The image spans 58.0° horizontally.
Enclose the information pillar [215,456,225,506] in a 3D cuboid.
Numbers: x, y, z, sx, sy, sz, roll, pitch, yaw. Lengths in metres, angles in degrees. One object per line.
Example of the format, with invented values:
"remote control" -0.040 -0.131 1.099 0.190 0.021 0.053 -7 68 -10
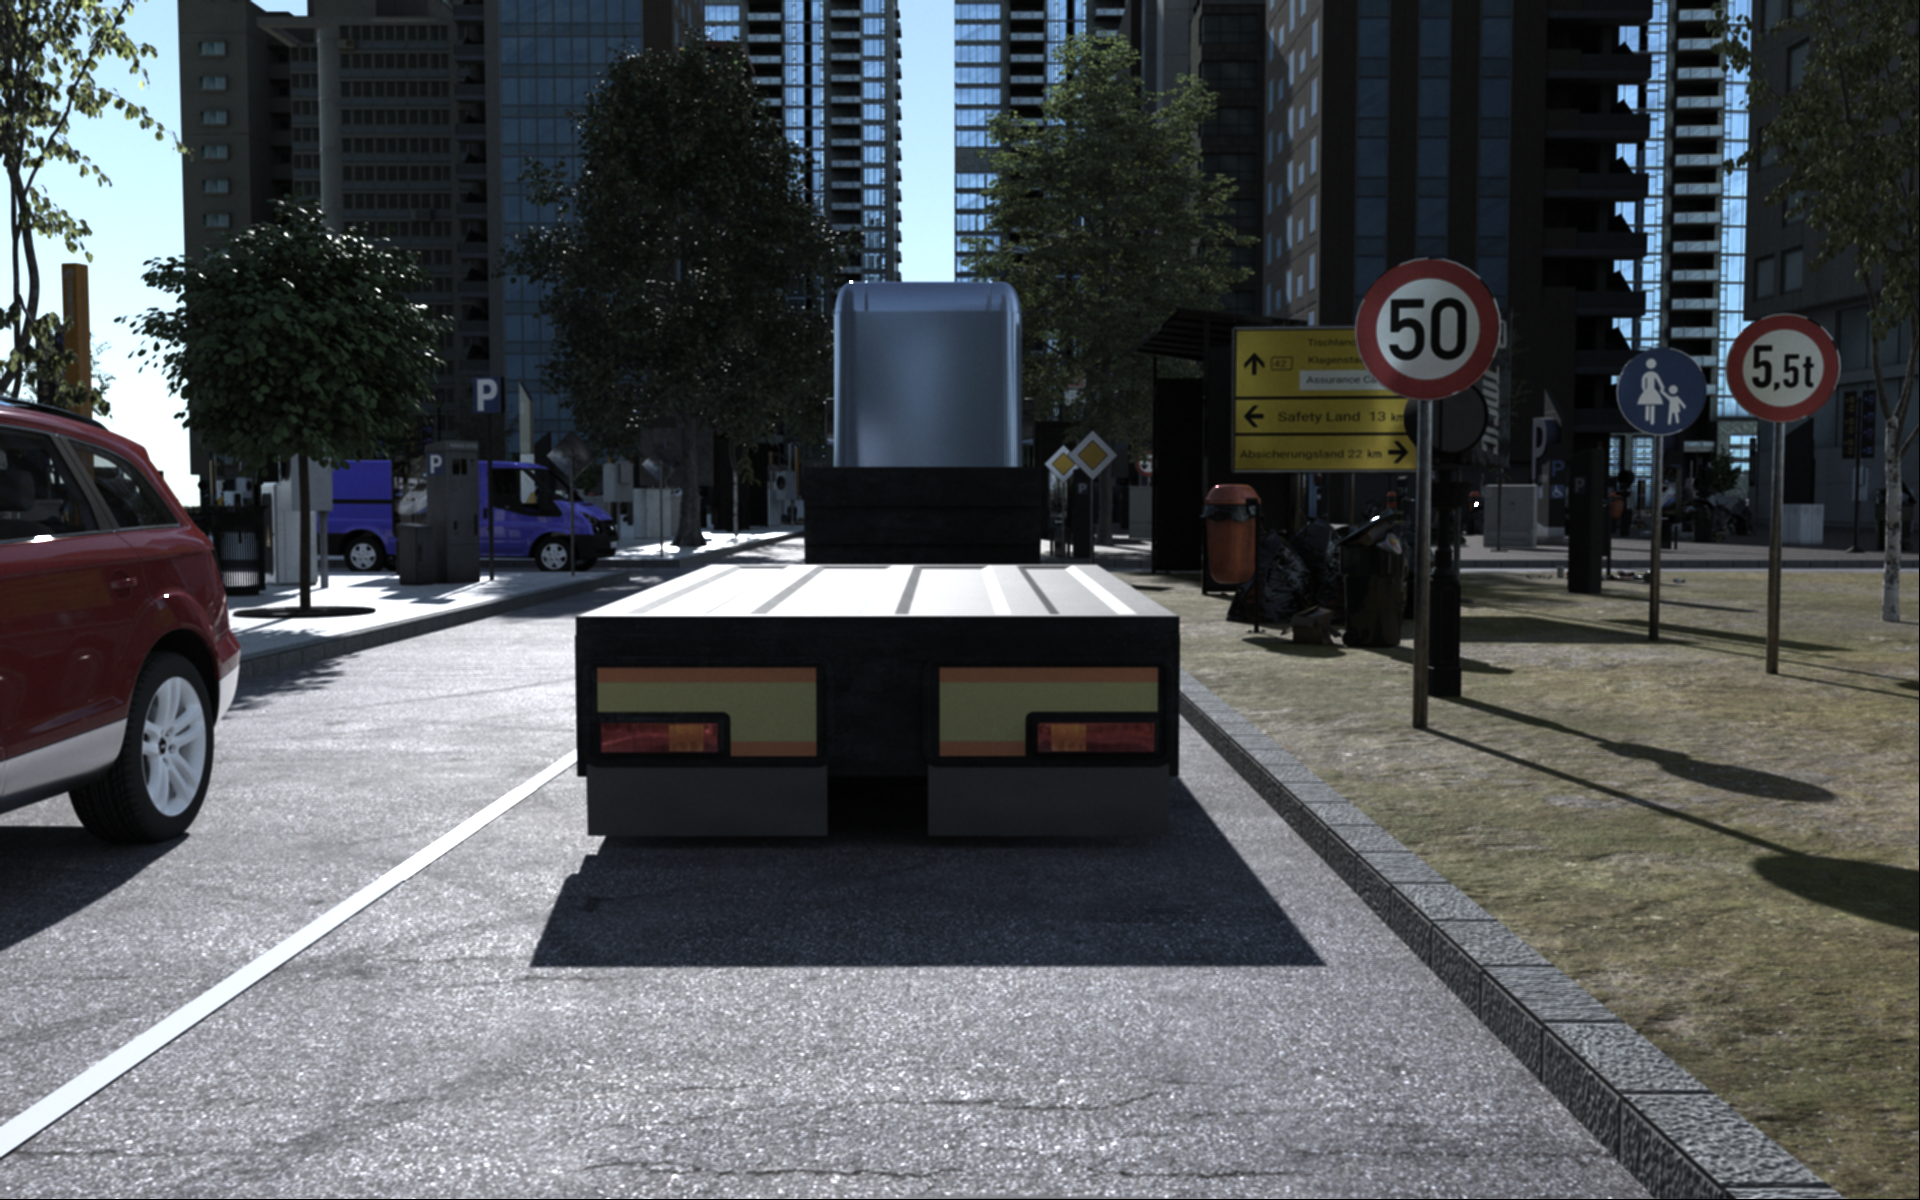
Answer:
"information pillar" -44.448 -6.893 104.055 0.504 3.616 0.183 -2 4 -29

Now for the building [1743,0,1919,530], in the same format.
"building" 46.300 -28.755 59.386 27.495 52.752 28.713 0 4 0

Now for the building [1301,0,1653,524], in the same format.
"building" 22.305 -26.319 80.422 14.600 45.320 14.200 0 4 0

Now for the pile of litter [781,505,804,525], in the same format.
"pile of litter" -6.813 -3.524 71.585 1.719 0.858 1.176 -1 4 -12

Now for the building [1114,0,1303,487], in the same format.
"building" 21.235 -30.768 153.161 14.600 45.320 14.200 0 4 0

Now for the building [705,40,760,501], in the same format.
"building" -32.479 -31.145 163.837 28.867 44.769 22.147 0 4 0

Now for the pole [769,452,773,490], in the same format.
"pole" -9.067 -5.459 83.090 0.158 3.312 0.155 0 3 0

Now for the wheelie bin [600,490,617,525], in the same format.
"wheelie bin" -14.675 -3.970 72.818 0.693 1.594 0.980 3 5 42

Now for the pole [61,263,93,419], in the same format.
"pole" -7.844 -1.321 15.445 0.158 3.312 0.155 0 3 0

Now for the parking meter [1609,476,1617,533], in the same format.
"parking meter" 21.490 -3.152 57.245 0.399 1.863 0.255 2 4 26

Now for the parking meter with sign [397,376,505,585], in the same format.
"parking meter with sign" -7.361 -1.760 25.034 0.543 3.016 1.738 2 4 27

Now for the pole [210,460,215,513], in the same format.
"pole" -45.063 -6.762 104.401 0.158 3.312 0.155 0 3 0

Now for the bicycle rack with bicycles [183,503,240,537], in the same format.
"bicycle rack with bicycles" -23.642 -2.364 52.026 2.852 0.926 2.925 3 5 43

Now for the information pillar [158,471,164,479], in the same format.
"information pillar" -25.194 -3.057 54.480 0.304 2.012 0.304 -2 4 -26

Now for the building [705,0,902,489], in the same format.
"building" -20.295 -55.166 214.633 31.000 86.520 22.319 0 4 0

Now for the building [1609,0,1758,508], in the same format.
"building" 62.847 -51.929 161.709 31.000 86.520 22.319 0 4 0

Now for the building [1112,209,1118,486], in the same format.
"building" 21.640 -24.223 167.740 14.160 30.474 14.107 0 4 0

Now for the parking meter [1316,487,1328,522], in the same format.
"parking meter" 12.234 -3.068 58.574 0.372 1.533 0.369 0 3 0

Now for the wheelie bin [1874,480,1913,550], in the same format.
"wheelie bin" 21.373 -1.939 39.617 0.693 1.594 0.980 0 4 -4

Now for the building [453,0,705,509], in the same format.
"building" -25.214 -28.614 117.948 14.600 45.320 14.200 0 4 0

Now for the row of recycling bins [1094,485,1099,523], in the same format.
"row of recycling bins" 4.732 -4.230 76.268 3.534 1.692 1.069 -1 4 -9

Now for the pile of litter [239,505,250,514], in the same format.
"pile of litter" -28.945 -3.389 69.369 1.176 0.858 1.719 0 4 -1

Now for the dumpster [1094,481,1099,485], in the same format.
"dumpster" 5.882 -4.439 78.338 1.264 1.857 1.865 0 4 0

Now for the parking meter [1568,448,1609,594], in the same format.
"parking meter" 8.100 -1.023 22.429 0.255 1.863 0.399 -2 4 -25

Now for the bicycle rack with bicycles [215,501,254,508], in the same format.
"bicycle rack with bicycles" -38.935 -4.768 91.338 2.925 0.926 2.852 0 4 -3

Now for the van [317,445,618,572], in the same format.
"van" -8.845 -1.646 31.288 5.245 2.365 2.240 0 4 2

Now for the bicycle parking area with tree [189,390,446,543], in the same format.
"bicycle parking area with tree" -17.072 -3.731 47.999 8.231 4.147 9.016 1 4 15

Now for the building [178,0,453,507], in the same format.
"building" -58.456 -33.061 164.245 21.600 48.544 21.300 0 4 0

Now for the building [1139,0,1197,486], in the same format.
"building" 24.277 -36.041 131.262 21.231 58.520 28.212 0 4 0

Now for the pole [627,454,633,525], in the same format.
"pole" -13.500 -4.709 70.830 0.158 3.312 0.155 0 3 0

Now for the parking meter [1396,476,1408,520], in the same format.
"parking meter" 14.423 -3.108 56.525 0.255 1.863 0.399 2 4 31

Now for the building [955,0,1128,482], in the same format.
"building" 11.021 -55.127 214.002 31.000 86.520 22.319 0 4 0

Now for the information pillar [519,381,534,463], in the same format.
"information pillar" -8.989 -2.728 35.959 0.183 3.616 0.504 -3 5 -41

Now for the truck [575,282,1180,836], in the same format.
"truck" -0.378 -1.617 16.196 2.967 4.110 18.799 0 4 0

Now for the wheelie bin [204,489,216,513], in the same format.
"wheelie bin" -46.078 -6.015 106.247 0.693 1.594 0.980 -1 4 -12

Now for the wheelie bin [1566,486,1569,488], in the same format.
"wheelie bin" 24.318 -3.740 69.064 0.980 1.594 0.693 -2 4 -35

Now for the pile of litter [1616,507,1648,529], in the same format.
"pile of litter" 25.167 -3.103 64.692 1.719 0.858 1.176 -2 4 -35

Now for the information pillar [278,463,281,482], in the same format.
"information pillar" -14.485 -2.812 37.324 0.504 3.616 0.183 1 4 23

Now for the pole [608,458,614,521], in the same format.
"pole" -13.081 -4.345 64.883 0.158 3.312 0.155 0 3 0

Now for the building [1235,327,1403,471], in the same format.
"building" 41.752 -36.506 216.479 30.456 49.044 23.786 0 4 0

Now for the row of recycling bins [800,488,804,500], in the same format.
"row of recycling bins" -9.348 -5.605 98.755 1.069 1.692 3.534 0 4 -4

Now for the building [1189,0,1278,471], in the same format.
"building" 20.359 -20.262 102.992 14.160 30.474 14.107 0 4 0

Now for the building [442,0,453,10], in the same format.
"building" -65.824 -55.169 214.681 31.000 86.520 22.319 0 4 0

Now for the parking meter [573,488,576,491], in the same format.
"parking meter" -13.743 -3.227 61.179 0.372 1.533 0.369 0 3 0

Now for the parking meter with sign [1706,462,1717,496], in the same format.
"parking meter with sign" 40.327 -5.909 92.865 0.543 3.016 1.738 1 4 21

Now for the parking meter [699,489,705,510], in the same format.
"parking meter" -11.193 -4.062 74.817 0.372 1.533 0.369 0 3 0

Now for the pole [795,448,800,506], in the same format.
"pole" -7.157 -5.031 76.095 0.158 3.312 0.155 0 3 0

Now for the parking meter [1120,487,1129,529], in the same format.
"parking meter" 6.097 -3.391 63.860 0.372 1.533 0.369 0 3 0

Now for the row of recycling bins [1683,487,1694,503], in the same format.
"row of recycling bins" 40.934 -5.638 99.296 1.069 1.692 3.534 0 4 -6

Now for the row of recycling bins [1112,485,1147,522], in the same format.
"row of recycling bins" 8.256 -4.426 79.471 3.534 1.692 1.069 -2 4 -34

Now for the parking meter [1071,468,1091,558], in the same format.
"parking meter" 2.434 -1.777 34.759 0.399 1.863 0.255 0 4 0

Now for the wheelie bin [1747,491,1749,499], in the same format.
"wheelie bin" 46.693 -5.753 101.966 0.693 1.594 0.980 1 4 16

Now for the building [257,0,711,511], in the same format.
"building" -34.760 -27.239 137.238 32.217 40.220 23.993 0 4 0
